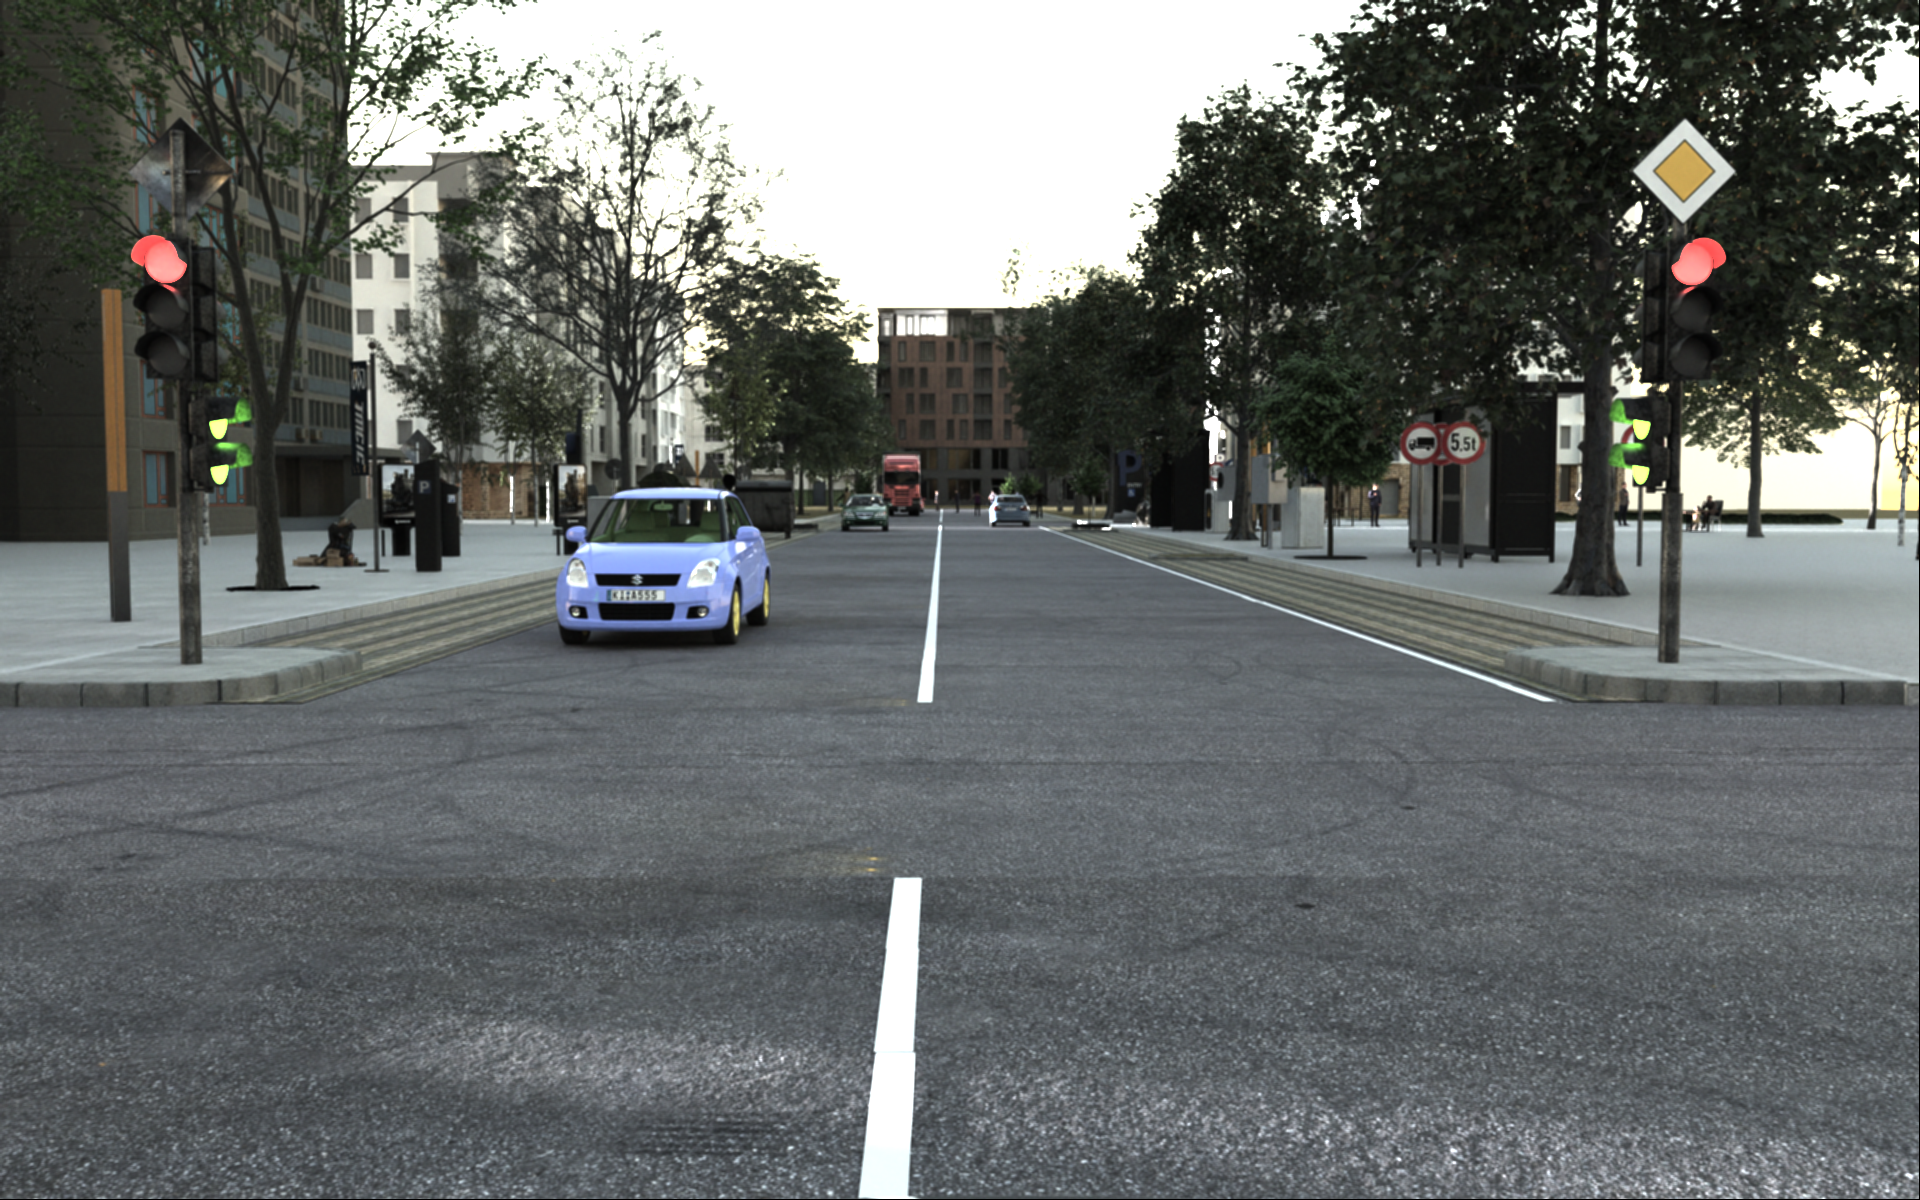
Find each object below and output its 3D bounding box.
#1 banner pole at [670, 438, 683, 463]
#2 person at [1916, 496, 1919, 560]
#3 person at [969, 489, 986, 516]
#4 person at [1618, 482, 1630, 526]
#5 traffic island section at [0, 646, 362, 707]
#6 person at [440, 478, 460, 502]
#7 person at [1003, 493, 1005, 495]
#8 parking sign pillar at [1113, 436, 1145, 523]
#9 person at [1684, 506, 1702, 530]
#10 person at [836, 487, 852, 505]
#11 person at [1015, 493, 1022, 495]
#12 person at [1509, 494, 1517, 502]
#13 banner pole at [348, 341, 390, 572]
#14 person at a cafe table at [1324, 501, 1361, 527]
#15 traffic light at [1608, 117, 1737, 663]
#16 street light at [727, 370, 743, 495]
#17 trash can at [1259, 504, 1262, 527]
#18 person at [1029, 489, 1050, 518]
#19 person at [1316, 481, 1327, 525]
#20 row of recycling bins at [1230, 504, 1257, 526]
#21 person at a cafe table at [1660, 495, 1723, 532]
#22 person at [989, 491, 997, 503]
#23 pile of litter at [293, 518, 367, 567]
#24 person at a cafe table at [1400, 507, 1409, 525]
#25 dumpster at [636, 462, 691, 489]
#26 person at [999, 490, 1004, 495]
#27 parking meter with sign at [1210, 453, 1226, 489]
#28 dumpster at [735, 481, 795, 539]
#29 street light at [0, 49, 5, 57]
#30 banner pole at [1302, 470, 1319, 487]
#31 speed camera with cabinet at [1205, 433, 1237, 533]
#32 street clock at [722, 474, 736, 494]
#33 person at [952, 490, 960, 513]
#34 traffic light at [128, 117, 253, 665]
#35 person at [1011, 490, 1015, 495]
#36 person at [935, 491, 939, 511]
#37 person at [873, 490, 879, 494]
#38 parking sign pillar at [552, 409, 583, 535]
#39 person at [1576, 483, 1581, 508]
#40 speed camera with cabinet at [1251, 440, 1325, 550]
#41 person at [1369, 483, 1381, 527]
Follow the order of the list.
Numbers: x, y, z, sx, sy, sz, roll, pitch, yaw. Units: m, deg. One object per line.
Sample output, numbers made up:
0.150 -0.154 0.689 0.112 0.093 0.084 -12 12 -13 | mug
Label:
-12.633 -5.328 77.122 0.863 3.779 0.401 2 4 25 | banner pole
18.750 -1.449 33.646 0.340 1.345 0.435 -2 4 -28 | person
1.158 -6.361 113.180 1.217 1.739 0.721 -1 4 -12 | person
26.853 -3.865 69.766 0.617 1.759 0.750 -1 4 -20 | person
-5.834 0.561 13.111 2.009 0.180 2.903 0 4 -1 | traffic island section
-14.162 -2.519 48.033 0.742 1.727 0.445 0 4 4 | person
3.784 -8.896 153.956 0.705 1.822 1.348 0 4 -3 | person
7.444 -5.359 76.100 1.447 3.967 1.447 -1 4 -18 | parking sign pillar
26.253 -2.935 61.959 0.695 0.859 0.347 -2 4 -27 | person
-6.450 -5.529 99.001 1.348 1.812 0.705 -1 4 -18 | person
4.653 -7.799 135.878 0.709 1.838 0.599 1 4 16 | person
23.365 -3.870 73.228 0.340 1.345 0.435 -2 4 -28 | person
-9.825 -2.363 28.651 0.863 3.779 0.401 3 4 36 | banner pole
14.633 -3.525 68.491 1.726 1.238 1.698 -2 4 -30 | person at a cafe table
5.387 -1.479 13.100 0.839 4.253 0.868 0 4 -1 | traffic light
-8.394 -5.622 64.710 0.468 5.910 1.993 0 4 -1 | street light
11.462 -3.239 64.616 0.748 1.137 0.748 0 3 0 | trash can
4.666 -5.654 101.768 1.217 1.723 0.721 0 4 -4 | person
12.820 -3.373 61.892 0.504 1.737 0.576 2 4 25 | person
11.386 -3.904 70.938 1.069 1.692 3.534 0 4 -3 | row of recycling bins
25.332 -2.970 59.426 1.726 1.238 1.698 -1 4 -16 | person at a cafe table
2.751 -8.130 142.365 0.756 1.711 0.436 0 4 -4 | person
-11.265 -1.038 30.937 1.176 0.858 1.719 -2 4 -33 | pile of litter
19.275 -3.760 72.339 1.698 1.238 1.726 0 4 3 | person at a cafe table
-9.067 -3.097 53.130 1.502 2.255 1.985 0 4 -1 | dumpster
3.265 -7.897 138.284 0.621 1.740 0.551 -2 4 -25 | person
10.880 -4.813 74.953 0.543 3.016 1.738 -1 4 -16 | parking meter with sign
-6.183 -2.860 54.978 1.865 1.857 1.264 0 3 0 | dumpster
-7.867 -2.472 13.200 0.468 5.910 1.993 0 4 -1 | street light
10.834 -3.900 53.789 0.401 3.779 0.863 -3 5 -41 | banner pole
8.532 -3.794 56.362 0.660 3.252 2.038 -1 4 -9 | speed camera with cabinet
-8.284 -3.526 62.227 0.471 2.002 0.358 0 4 3 | street clock
-0.314 -7.527 132.021 0.568 1.767 0.683 -1 4 -9 | person
-5.793 -1.471 12.976 0.839 4.253 0.868 0 4 -1 | traffic light
3.938 -7.062 124.677 0.721 1.735 1.217 0 4 -4 | person
-2.026 -8.522 148.642 0.445 1.727 0.742 -2 4 -23 | person
-6.315 -7.376 129.900 0.742 1.727 0.445 2 4 34 | person
-12.103 -4.036 54.458 1.447 3.967 1.447 -1 4 -9 | parking sign pillar
24.178 -3.711 67.440 0.376 1.734 0.841 2 4 31 | person
7.678 -2.824 40.500 2.038 3.252 0.660 -3 5 -39 | speed camera with cabinet
16.244 -3.721 67.794 0.541 1.710 0.530 0 4 -6 | person
